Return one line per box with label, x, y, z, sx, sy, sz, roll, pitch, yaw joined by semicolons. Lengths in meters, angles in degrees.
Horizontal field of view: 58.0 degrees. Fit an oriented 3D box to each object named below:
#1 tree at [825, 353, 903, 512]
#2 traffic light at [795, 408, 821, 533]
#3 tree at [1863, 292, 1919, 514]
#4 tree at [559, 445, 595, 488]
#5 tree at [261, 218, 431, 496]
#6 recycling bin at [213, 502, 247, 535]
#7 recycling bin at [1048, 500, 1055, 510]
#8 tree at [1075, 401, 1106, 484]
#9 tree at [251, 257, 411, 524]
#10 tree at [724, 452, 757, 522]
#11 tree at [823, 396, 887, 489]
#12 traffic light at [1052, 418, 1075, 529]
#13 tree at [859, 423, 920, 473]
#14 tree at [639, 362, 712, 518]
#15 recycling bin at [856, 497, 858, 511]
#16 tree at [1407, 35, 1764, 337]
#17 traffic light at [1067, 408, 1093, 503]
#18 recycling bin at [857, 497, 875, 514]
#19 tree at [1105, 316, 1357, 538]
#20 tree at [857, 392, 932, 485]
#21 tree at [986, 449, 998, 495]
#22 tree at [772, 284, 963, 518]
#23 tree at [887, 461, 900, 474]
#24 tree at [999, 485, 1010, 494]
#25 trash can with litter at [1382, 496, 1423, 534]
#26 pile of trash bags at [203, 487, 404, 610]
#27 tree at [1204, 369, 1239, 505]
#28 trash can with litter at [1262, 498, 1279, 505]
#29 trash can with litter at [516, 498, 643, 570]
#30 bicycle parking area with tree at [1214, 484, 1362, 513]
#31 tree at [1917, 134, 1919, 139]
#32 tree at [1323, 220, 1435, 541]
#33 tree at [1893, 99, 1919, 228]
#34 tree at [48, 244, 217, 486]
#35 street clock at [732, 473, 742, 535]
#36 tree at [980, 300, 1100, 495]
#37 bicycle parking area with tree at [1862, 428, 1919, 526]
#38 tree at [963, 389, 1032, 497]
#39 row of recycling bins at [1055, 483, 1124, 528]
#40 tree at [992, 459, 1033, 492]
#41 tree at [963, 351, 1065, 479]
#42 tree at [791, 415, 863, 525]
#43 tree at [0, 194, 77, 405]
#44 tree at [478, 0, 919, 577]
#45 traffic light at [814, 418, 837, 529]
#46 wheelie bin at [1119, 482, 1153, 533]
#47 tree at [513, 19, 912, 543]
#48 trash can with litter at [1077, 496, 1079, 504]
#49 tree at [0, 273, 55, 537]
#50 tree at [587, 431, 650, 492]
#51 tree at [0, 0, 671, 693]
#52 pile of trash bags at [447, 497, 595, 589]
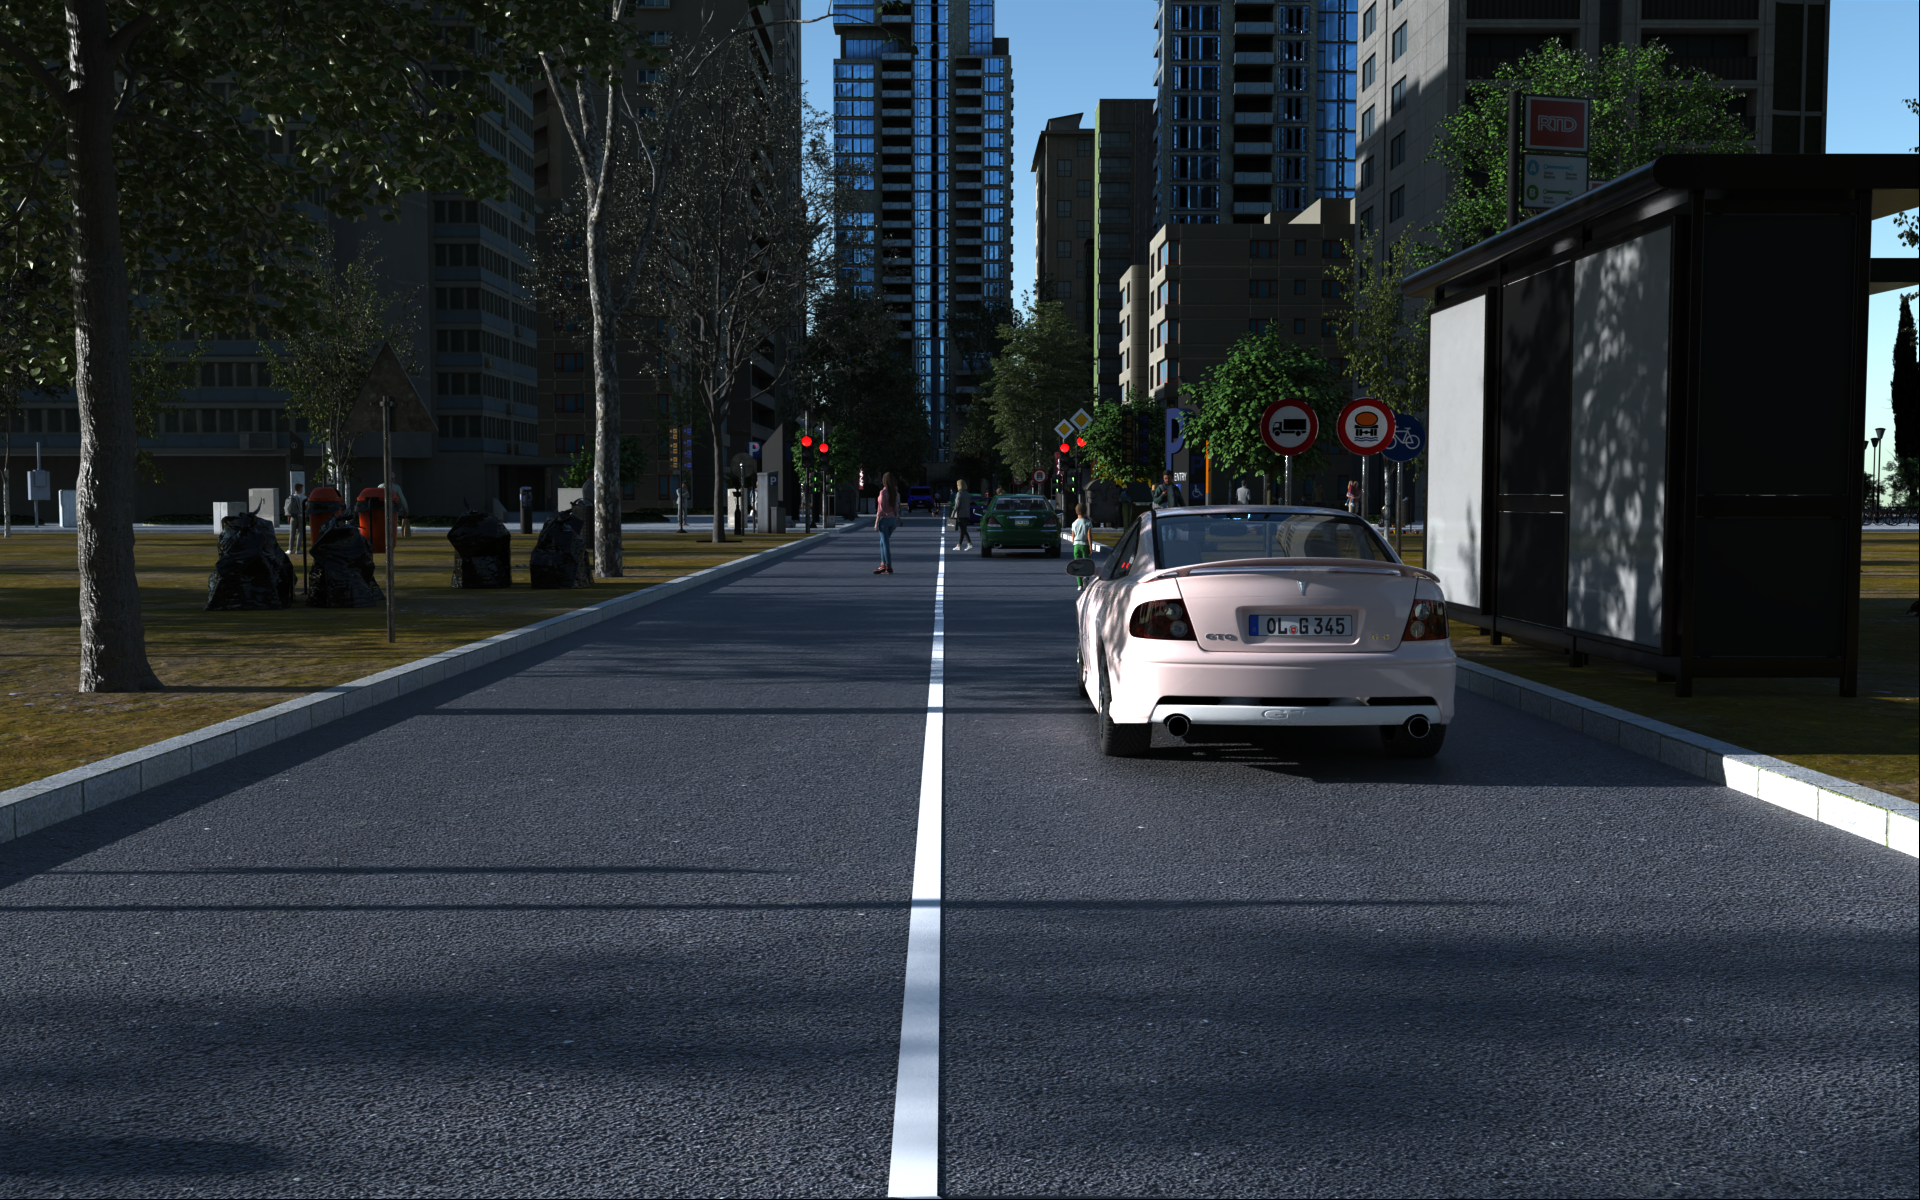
tree;-7.014;-12.069;123.091;9.928;11.665;9.643;0;3;0
traffic light;-4.940;-4.121;56.301;0.839;4.253;0.868;0;4;0
tree;59.779;-13.110;116.165;13.155;14.587;18.604;0;4;-7
tree;-14.878;-4.527;68.620;1.663;3.219;1.824;0;3;0
tree;-16.790;-5.933;47.373;4.360;8.622;3.978;0;3;0
recycling bin;-22.989;-2.569;54.562;0.722;1.027;0.722;2;4;28
recycling bin;4.242;-3.897;76.262;0.722;1.027;0.722;0;4;-5
tree;5.138;-4.145;51.480;4.285;4.588;4.351;0;3;0
tree;-19.098;-6.286;53.138;4.737;8.622;4.395;0;3;0
tree;-10.300;-5.259;80.590;1.663;3.219;1.824;0;3;0
tree;-7.083;-9.457;104.986;4.360;8.622;3.978;0;3;0
traffic light;3.852;-4.615;64.379;0.839;4.253;0.868;0;4;0
tree;-7.449;-14.359;169.178;7.601;10.594;8.767;-2;4;-27
tree;-15.031;-8.739;93.237;4.737;8.622;4.395;0;3;0
recycling bin;-7.703;-7.211;130.461;0.722;1.027;0.722;-2;4;-27
tree;13.885;-6.892;38.440;9.928;11.665;9.643;0;3;0
traffic light;3.921;-4.127;56.394;0.839;4.253;0.868;0;4;0
recycling bin;-5.889;-5.997;110.600;0.722;1.027;0.722;-3;4;-38
tree;5.806;-2.953;31.997;4.285;4.588;4.351;0;3;0
tree;-7.690;-17.166;187.321;9.857;13.997;8.962;0;3;0
tree;4.149;-14.772;191.889;4.737;8.622;4.395;0;3;0
tree;-5.803;-10.776;93.201;9.611;12.733;9.660;0;3;0
tree;-6.342;-12.013;146.775;4.360;8.622;3.978;0;3;0
tree;4.057;-8.759;137.812;1.663;3.219;1.824;0;3;0
trash can with litter;14.573;-2.723;55.585;2.233;1.210;1.678;2;4;35
pile of trash bags;-7.840;-0.673;20.760;1.912;1.369;3.447;-1;4;-12
tree;15.343;-8.959;96.848;4.737;8.622;4.395;0;3;0
trash can with litter;9.393;-2.592;53.763;0.624;1.170;1.055;-3;5;-44
trash can with litter;-6.728;-1.161;30.042;2.233;1.210;1.678;2;4;33
bicycle parking area with tree;16.176;-6.164;87.779;9.016;4.147;8.231;1;4;18
tree;13.446;-4.229;19.509;4.737;8.622;4.395;0;3;0
tree;11.803;-5.899;46.817;4.737;8.622;4.395;0;3;0
tree;17.727;-4.813;29.060;4.360;8.622;3.978;0;3;0
tree;-23.549;-6.028;48.919;4.737;8.622;4.395;0;3;0
street clock;-7.008;-3.060;54.598;0.358;2.002;0.471;1;4;9
tree;4.930;-11.183;100.974;7.486;12.596;7.792;0;3;0
bicycle parking area with tree;39.515;-5.243;72.723;9.016;4.147;8.231;1;4;19
tree;3.187;-16.251;182.717;9.611;12.733;9.660;0;3;0
row of recycling bins;5.408;-3.618;66.274;3.534;1.692;1.069;0;4;6
tree;4.099;-9.152;133.348;4.285;4.588;4.351;0;3;0
tree;3.978;-12.196;125.163;9.928;11.665;9.643;0;3;0
tree;-5.504;-5.399;71.991;4.285;4.588;4.351;0;3;0
tree;-22.793;-6.347;38.189;7.601;10.594;8.767;3;4;38
tree;-5.643;-10.332;24.820;12.611;20.169;13.585;0;3;0
traffic light;-5.009;-4.609;64.286;0.839;4.253;0.868;0;4;0
wheelie bin;4.632;-2.306;45.615;0.980;1.594;0.693;-1;4;-22
tree;-6.358;-8.260;45.429;12.009;13.543;11.850;0;3;0
trash can with litter;5.936;-4.189;79.544;2.233;1.210;1.678;-1;4;-11
tree;-28.450;-6.156;51.014;4.360;8.622;3.978;0;3;0
tree;-16.281;-6.006;81.912;4.285;4.588;4.351;0;3;0
tree;-5.451;-5.654;10.578;7.486;12.596;7.792;0;3;0
pile of trash bags;-6.775;-0.885;24.214;3.447;1.369;1.912;0;4;5
